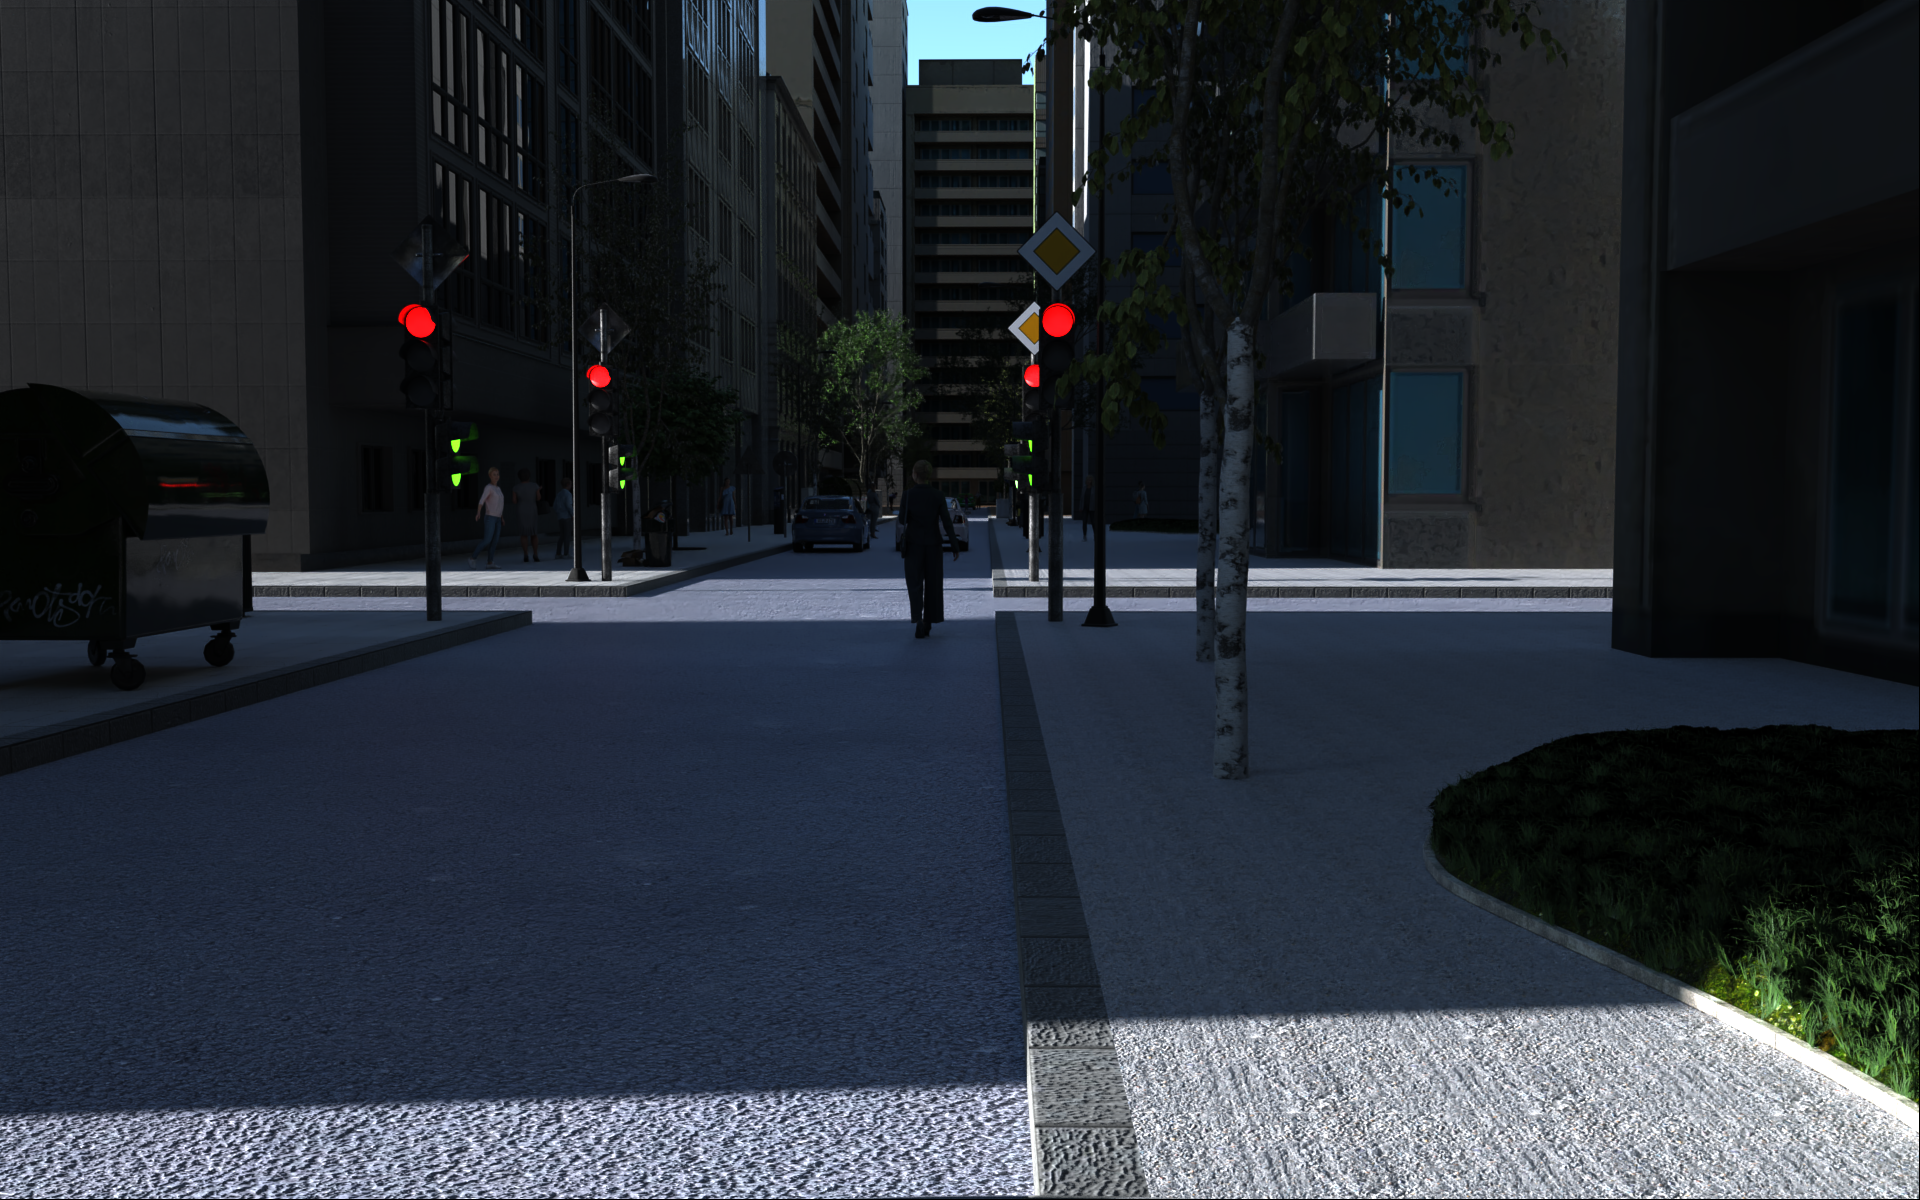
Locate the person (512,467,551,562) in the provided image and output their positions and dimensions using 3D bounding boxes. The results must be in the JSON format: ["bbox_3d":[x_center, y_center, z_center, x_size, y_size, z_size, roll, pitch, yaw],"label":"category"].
[{"bbox_3d":[-8.100,-1.612,32.754,0.716,1.782,0.532,-1,4,-15],"label":"person"}]

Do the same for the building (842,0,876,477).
[{"bbox_3d":[-20.857,-33.406,135.430,28.713,52.752,27.495,0,4,1],"label":"building"}]

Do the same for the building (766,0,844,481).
[{"bbox_3d":[-19.050,-29.806,111.026,21.300,48.544,21.600,0,4,1],"label":"building"}]

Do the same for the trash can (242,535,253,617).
[{"bbox_3d":[-7.686,-0.388,17.996,0.748,1.137,0.748,0,3,0],"label":"trash can"}]

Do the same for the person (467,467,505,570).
[{"bbox_3d":[-8.104,-1.392,29.479,0.598,1.740,0.731,0,4,1],"label":"person"}]

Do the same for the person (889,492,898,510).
[{"bbox_3d":[-5.236,-7.739,135.802,0.697,1.427,0.421,-1,4,-17],"label":"person"}]

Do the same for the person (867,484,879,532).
[{"bbox_3d":[-3.454,-3.524,65.987,0.748,1.841,0.638,0,4,5],"label":"person"}]

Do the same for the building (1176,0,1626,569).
[{"bbox_3d":[20.123,-25.560,37.518,30.456,49.044,23.786,0,4,1],"label":"building"}]

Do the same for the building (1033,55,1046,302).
[{"bbox_3d":[13.958,-29.445,165.025,14.154,41.232,14.086,0,4,1],"label":"building"}]

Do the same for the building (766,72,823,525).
[{"bbox_3d":[-12.129,-14.188,81.124,9.793,20.994,18.267,0,4,1],"label":"building"}]

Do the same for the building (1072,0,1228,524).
[{"bbox_3d":[16.109,-33.226,85.237,21.231,58.520,28.212,0,4,1],"label":"building"}]

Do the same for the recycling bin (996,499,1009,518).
[{"bbox_3d":[2.318,-4.869,92.168,0.722,1.027,0.722,0,4,7],"label":"recycling bin"}]

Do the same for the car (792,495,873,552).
[{"bbox_3d":[-3.250,-1.959,44.034,2.014,1.417,4.499,0,4,1],"label":"car"}]

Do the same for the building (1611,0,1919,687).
[{"bbox_3d":[15.912,-23.156,2.297,21.300,48.544,21.600,0,4,1],"label":"building"}]

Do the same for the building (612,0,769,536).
[{"bbox_3d":[-14.155,-14.920,61.972,12.078,24.808,19.932,0,4,1],"label":"building"}]

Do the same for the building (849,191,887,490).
[{"bbox_3d":[-14.129,-24.187,167.152,14.107,30.474,14.160,0,4,1],"label":"building"}]

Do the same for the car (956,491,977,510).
[{"bbox_3d":[0.529,-9.016,156.206,1.959,1.807,4.718,0,4,2],"label":"car"}]

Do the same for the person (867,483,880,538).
[{"bbox_3d":[-2.734,-2.885,55.946,0.520,1.790,0.573,2,4,32],"label":"person"}]

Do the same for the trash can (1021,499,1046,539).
[{"bbox_3d":[2.118,-2.341,49.923,0.748,1.137,0.748,0,3,0],"label":"trash can"}]

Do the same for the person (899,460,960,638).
[{"bbox_3d":[-0.331,-0.515,17.348,0.576,1.772,0.534,-2,4,-28],"label":"person"}]

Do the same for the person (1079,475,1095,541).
[{"bbox_3d":[3.594,-2.493,46.993,0.709,1.800,0.728,2,4,28],"label":"person"}]

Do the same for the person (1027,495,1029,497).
[{"bbox_3d":[4.099,-6.304,109.896,0.721,1.735,1.217,3,5,45],"label":"person"}]

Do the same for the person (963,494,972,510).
[{"bbox_3d":[0.489,-6.513,118.208,0.599,1.433,0.991,-2,4,-34],"label":"person"}]

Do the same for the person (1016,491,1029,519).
[{"bbox_3d":[3.057,-4.727,83.297,0.822,1.834,0.622,-1,4,-9],"label":"person"}]

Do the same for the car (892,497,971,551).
[{"bbox_3d":[-0.729,-1.992,44.935,2.083,1.381,4.827,0,4,-1],"label":"car"}]

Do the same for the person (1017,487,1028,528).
[{"bbox_3d":[2.410,-3.622,65.478,0.699,1.804,1.509,1,4,12],"label":"person"}]

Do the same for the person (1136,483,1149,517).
[{"bbox_3d":[6.741,-3.491,64.132,0.522,1.701,0.512,-3,5,-40],"label":"person"}]

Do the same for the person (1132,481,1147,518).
[{"bbox_3d":[7.310,-3.940,70.442,0.713,1.824,0.794,0,4,4],"label":"person"}]

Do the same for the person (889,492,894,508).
[{"bbox_3d":[-6.018,-8.779,152.765,0.628,1.438,0.799,0,4,-8],"label":"person"}]

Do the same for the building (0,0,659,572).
[{"bbox_3d":[-15.975,-15.049,39.557,14.314,27.812,24.014,0,4,1],"label":"building"}]

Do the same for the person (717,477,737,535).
[{"bbox_3d":[-7.236,-2.911,53.740,0.616,1.811,0.778,0,4,-1],"label":"person"}]

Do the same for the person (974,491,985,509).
[{"bbox_3d":[1.706,-9.296,161.226,1.217,1.736,0.721,1,4,13],"label":"person"}]

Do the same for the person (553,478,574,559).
[{"bbox_3d":[-7.766,-1.607,34.127,0.330,1.601,0.589,-3,4,-38],"label":"person"}]
